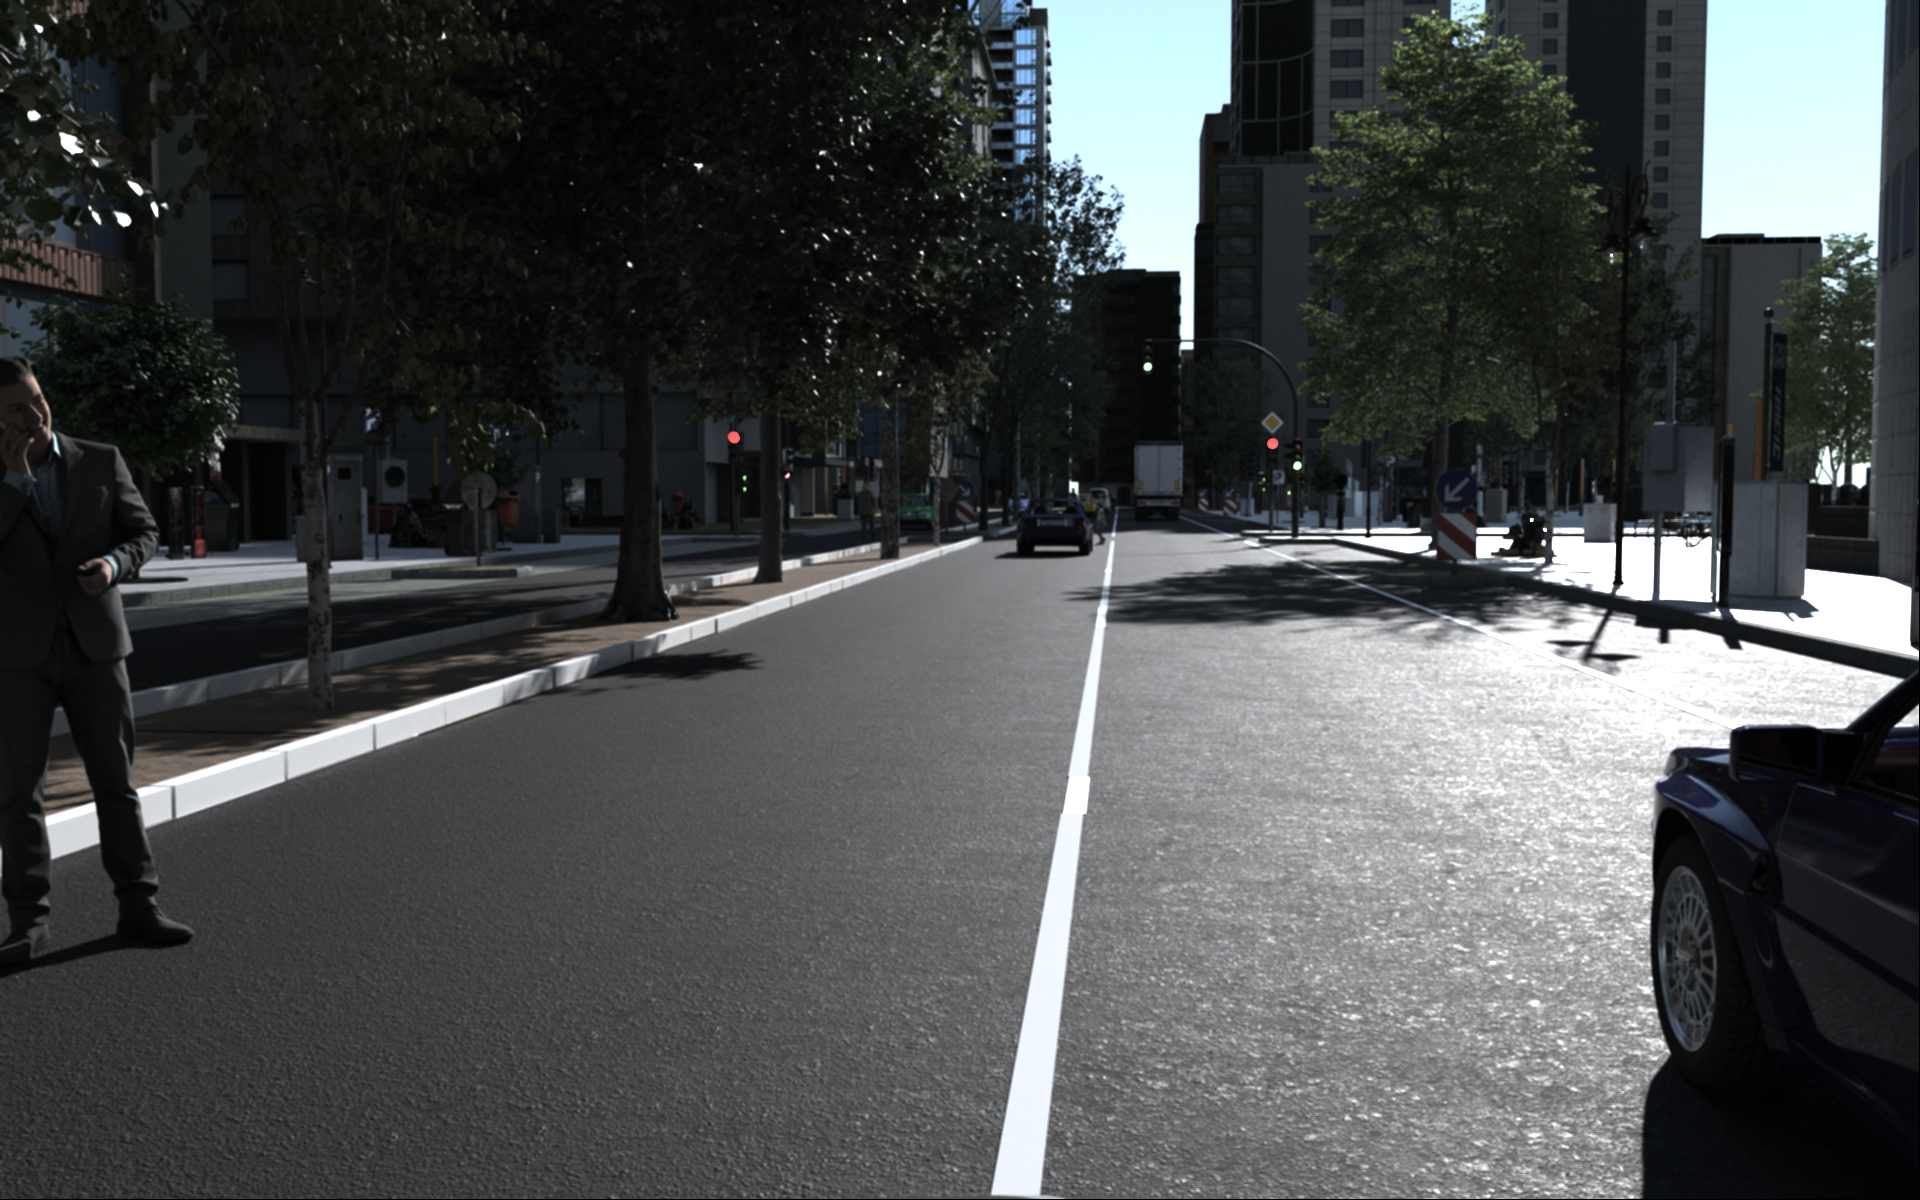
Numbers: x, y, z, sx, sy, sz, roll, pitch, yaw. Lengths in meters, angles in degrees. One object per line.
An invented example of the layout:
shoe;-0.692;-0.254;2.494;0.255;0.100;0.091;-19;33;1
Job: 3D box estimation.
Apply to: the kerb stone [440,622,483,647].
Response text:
kerb stone;-4.809;0.348;16.505;0.120;0.150;1.000;0;4;5

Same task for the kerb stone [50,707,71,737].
kerb stone;-5.368;0.723;10.372;0.120;0.150;1.000;0;4;5

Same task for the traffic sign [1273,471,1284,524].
traffic sign;13.665;-4.430;74.556;0.606;2.300;0.079;1;4;15

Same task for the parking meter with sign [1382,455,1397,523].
parking meter with sign;19.483;-5.049;78.819;0.543;3.016;1.738;1;4;8

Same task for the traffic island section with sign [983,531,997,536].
traffic island section with sign;0.220;-3.137;59.434;2.006;1.907;1.989;0;4;5

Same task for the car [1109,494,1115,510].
car;13.321;-9.106;160.675;2.131;1.459;4.920;0;4;6

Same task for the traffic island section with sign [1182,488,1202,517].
traffic island section with sign;15.361;-6.231;110.503;1.989;1.847;2.006;0;4;5

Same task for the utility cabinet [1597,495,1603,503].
utility cabinet;44.191;-6.663;120.109;1.020;1.237;0.306;-2;4;-35

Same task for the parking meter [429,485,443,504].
parking meter;-15.215;-2.565;50.344;0.372;1.533;0.369;0;3;0

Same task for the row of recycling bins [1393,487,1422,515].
row of recycling bins;28.000;-6.219;108.795;3.534;1.692;1.069;-3;4;-36

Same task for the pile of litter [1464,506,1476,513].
pile of litter;19.403;-3.199;66.262;1.719;0.858;1.176;1;4;12

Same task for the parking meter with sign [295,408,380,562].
parking meter with sign;-11.984;-2.276;33.466;0.543;3.016;1.738;2;4;34

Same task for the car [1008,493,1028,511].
car;4.887;-8.261;144.654;1.945;1.707;3.694;0;4;4

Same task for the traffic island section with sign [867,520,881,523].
traffic island section with sign;-3.450;-4.662;84.850;1.989;1.847;2.006;0;4;5

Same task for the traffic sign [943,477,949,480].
traffic sign;-1.044;-8.111;132.719;0.768;2.556;0.104;1;4;12

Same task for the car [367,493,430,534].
car;-18.183;-2.921;56.799;4.494;1.783;2.155;0;4;6

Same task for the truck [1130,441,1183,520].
truck;11.026;-6.628;97.278;2.839;4.237;11.283;0;4;5

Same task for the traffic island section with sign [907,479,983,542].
traffic island section with sign;-0.469;-2.686;52.058;2.006;1.907;1.989;0;4;5

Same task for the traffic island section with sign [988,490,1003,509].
traffic island section with sign;3.627;-9.359;161.655;1.989;1.847;2.006;0;4;5

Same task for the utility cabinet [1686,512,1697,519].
utility cabinet;38.203;-4.891;91.132;1.020;1.237;0.306;3;5;41

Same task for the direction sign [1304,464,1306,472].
direction sign;25.667;-8.370;128.850;0.379;3.537;0.876;0;4;3

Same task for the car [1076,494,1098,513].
car;8.326;-6.522;116.858;2.015;1.641;3.980;0;4;5

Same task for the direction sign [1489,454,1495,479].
direction sign;30.409;-6.549;99.067;0.379;3.537;0.876;3;4;38

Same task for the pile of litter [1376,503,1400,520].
pile of litter;21.263;-4.412;86.097;1.176;0.858;1.719;1;4;16

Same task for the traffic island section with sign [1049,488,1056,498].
traffic island section with sign;7.098;-7.714;134.258;2.006;1.907;1.989;0;4;5

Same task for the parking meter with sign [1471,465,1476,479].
parking meter with sign;30.391;-6.600;104.176;1.738;3.016;0.543;-2;4;-32

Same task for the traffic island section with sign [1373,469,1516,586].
traffic island section with sign;7.754;-1.182;27.961;1.989;1.847;2.006;0;4;5

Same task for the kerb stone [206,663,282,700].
kerb stone;-5.184;0.598;12.425;0.120;0.150;1.000;0;4;5

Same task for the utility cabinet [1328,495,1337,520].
utility cabinet;18.730;-4.643;87.071;0.306;1.237;1.020;0;4;2

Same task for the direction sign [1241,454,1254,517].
direction sign;16.374;-6.526;98.700;0.876;3.537;0.379;3;5;42

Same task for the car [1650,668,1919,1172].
car;2.490;0.589;2.946;1.945;1.354;3.894;0;4;6

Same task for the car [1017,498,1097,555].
car;2.332;-1.797;41.953;1.945;1.354;3.894;0;4;6

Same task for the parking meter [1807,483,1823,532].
parking meter;19.570;-1.915;39.722;0.372;1.533;0.369;0;3;0

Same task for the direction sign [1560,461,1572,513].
direction sign;40.998;-7.657;117.186;0.379;3.537;0.876;-3;4;-37

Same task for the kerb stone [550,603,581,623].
kerb stone;-4.520;0.161;19.557;0.120;0.150;1.000;0;4;5

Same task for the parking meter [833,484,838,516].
parking meter;-7.338;-5.969;103.304;0.399;1.863;0.255;1;4;15

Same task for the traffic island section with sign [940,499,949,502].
traffic island section with sign;-0.979;-6.304;111.692;1.989;1.847;2.006;0;4;5

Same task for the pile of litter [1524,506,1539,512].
pile of litter;15.999;-2.112;48.499;1.719;0.858;1.176;2;4;29

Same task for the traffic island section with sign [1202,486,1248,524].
traffic island section with sign;12.883;-4.589;83.662;1.989;1.847;2.006;0;4;5

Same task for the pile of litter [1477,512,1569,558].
pile of litter;11.636;-1.317;35.500;1.176;0.858;1.719;-1;4;-20

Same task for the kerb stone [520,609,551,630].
kerb stone;-4.624;0.227;18.541;0.120;0.150;1.000;0;4;5

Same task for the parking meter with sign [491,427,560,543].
parking meter with sign;-11.332;-2.995;45.237;1.738;3.016;0.543;1;4;9

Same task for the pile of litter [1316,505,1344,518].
pile of litter;20.008;-4.871;93.607;1.719;0.858;1.176;-1;4;-11

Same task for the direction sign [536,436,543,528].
direction sign;-15.722;-4.439;64.579;0.379;3.537;0.876;0;4;-7

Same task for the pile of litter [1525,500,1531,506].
pile of litter;43.093;-7.135;130.623;1.176;0.858;1.719;1;4;11

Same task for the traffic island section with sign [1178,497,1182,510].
traffic island section with sign;19.929;-9.267;160.150;1.989;1.847;2.006;0;4;5

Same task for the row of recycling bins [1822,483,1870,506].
row of recycling bins;34.448;-3.624;66.366;3.534;1.692;1.069;0;4;-7

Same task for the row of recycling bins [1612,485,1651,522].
row of recycling bins;31.517;-4.532;81.209;1.069;1.692;3.534;0;4;3

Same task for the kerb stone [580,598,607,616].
kerb stone;-4.436;0.100;20.582;0.120;0.150;1.000;0;4;5

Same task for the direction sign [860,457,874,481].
direction sign;-5.672;-6.965;105.880;0.876;3.537;0.379;0;4;5

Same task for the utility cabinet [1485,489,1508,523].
utility cabinet;23.743;-4.161;76.710;0.318;1.500;1.173;-1;4;-18

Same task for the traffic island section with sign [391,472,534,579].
traffic island section with sign;-8.507;-1.307;29.995;1.989;1.847;2.006;0;4;5

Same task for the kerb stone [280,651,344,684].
kerb stone;-5.084;0.538;13.445;0.120;0.150;1.000;0;4;5

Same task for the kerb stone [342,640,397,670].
kerb stone;-4.988;0.474;14.462;0.120;0.150;1.000;0;4;5

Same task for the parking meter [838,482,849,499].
parking meter;-5.703;-4.907;85.939;0.399;1.863;0.255;0;4;8

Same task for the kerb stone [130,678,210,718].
kerb stone;-5.276;0.661;11.400;0.120;0.150;1.000;0;4;5

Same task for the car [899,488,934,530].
car;-1.886;-3.798;70.892;1.959;1.807;4.718;0;4;3

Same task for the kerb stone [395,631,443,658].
kerb stone;-4.901;0.410;15.485;0.120;0.150;1.000;0;4;5

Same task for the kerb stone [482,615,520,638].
kerb stone;-4.714;0.286;17.522;0.120;0.150;1.000;0;4;5
